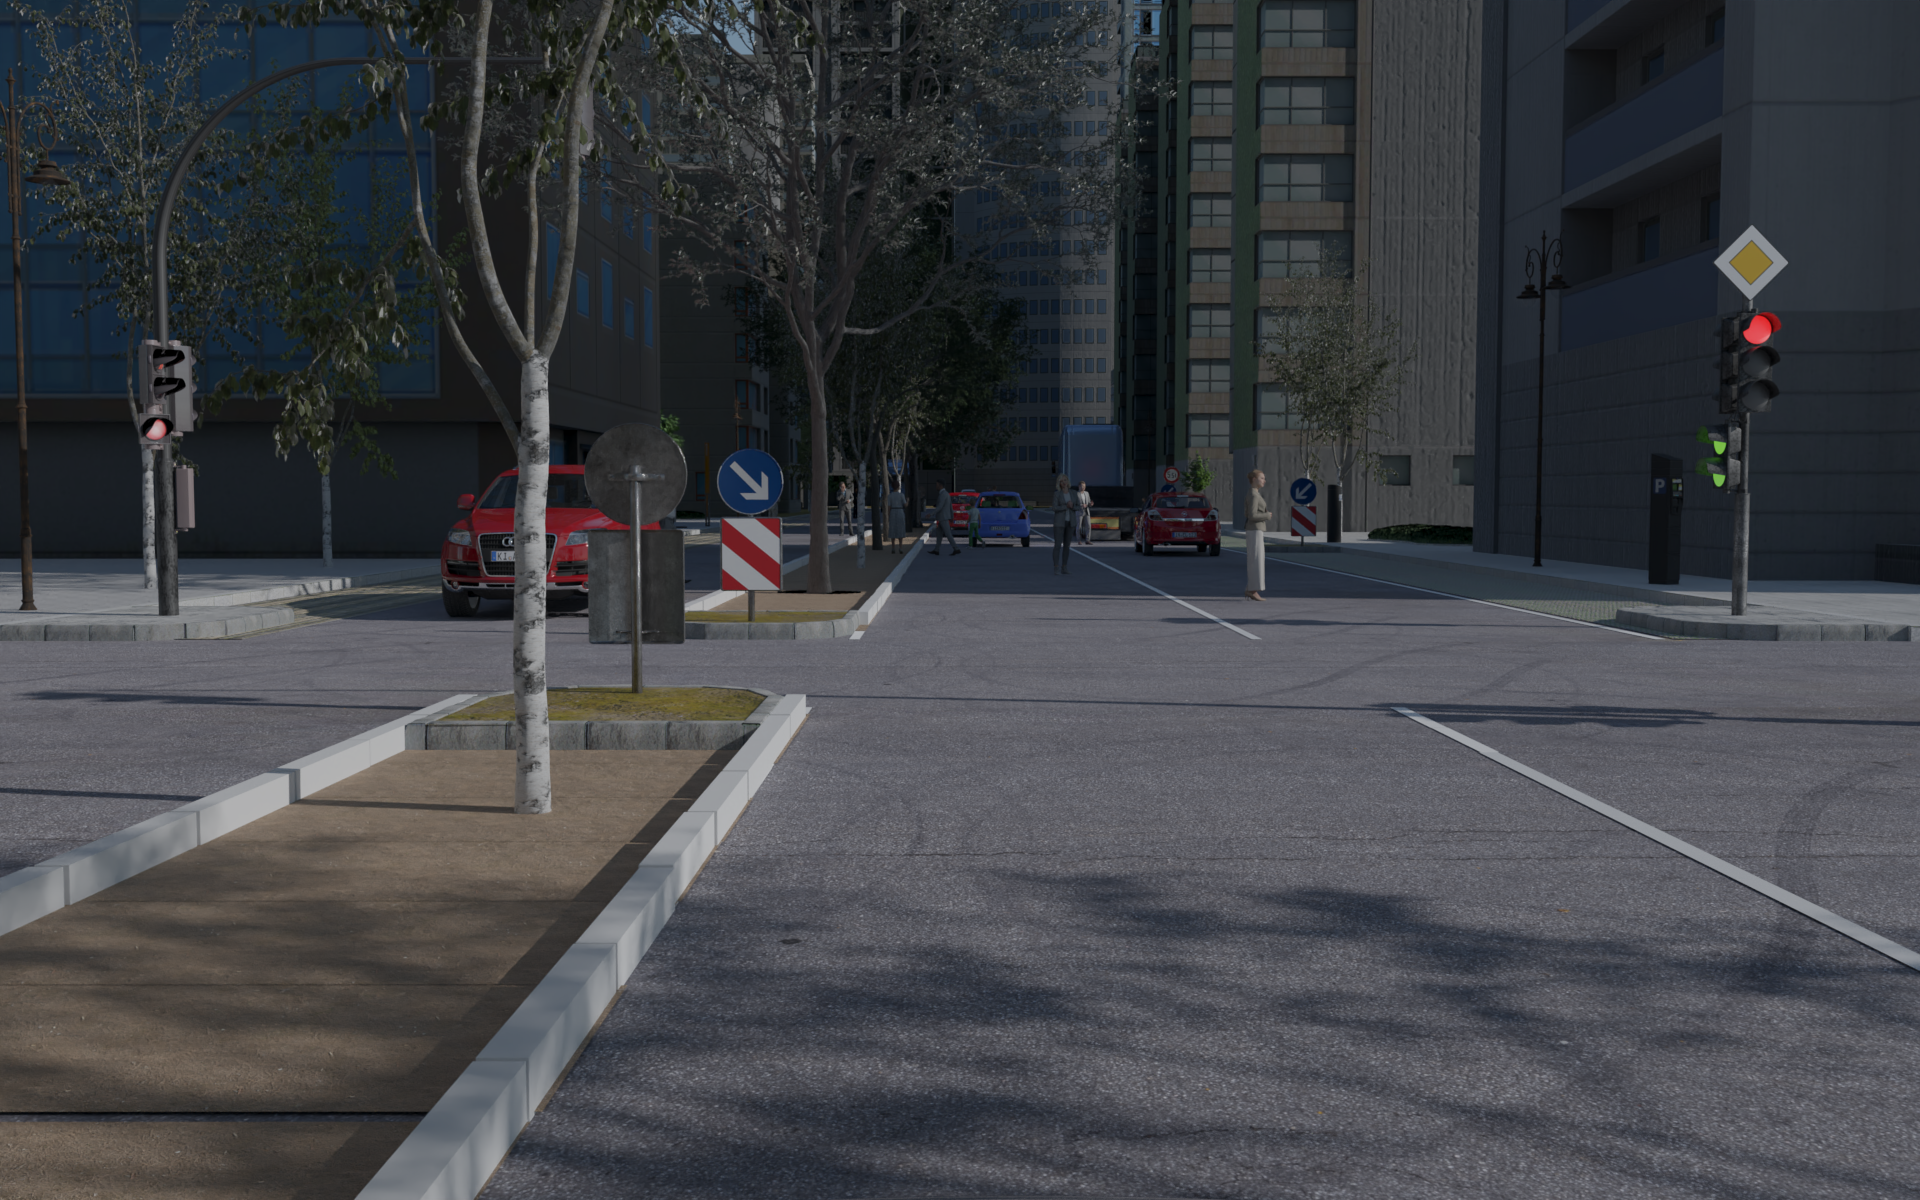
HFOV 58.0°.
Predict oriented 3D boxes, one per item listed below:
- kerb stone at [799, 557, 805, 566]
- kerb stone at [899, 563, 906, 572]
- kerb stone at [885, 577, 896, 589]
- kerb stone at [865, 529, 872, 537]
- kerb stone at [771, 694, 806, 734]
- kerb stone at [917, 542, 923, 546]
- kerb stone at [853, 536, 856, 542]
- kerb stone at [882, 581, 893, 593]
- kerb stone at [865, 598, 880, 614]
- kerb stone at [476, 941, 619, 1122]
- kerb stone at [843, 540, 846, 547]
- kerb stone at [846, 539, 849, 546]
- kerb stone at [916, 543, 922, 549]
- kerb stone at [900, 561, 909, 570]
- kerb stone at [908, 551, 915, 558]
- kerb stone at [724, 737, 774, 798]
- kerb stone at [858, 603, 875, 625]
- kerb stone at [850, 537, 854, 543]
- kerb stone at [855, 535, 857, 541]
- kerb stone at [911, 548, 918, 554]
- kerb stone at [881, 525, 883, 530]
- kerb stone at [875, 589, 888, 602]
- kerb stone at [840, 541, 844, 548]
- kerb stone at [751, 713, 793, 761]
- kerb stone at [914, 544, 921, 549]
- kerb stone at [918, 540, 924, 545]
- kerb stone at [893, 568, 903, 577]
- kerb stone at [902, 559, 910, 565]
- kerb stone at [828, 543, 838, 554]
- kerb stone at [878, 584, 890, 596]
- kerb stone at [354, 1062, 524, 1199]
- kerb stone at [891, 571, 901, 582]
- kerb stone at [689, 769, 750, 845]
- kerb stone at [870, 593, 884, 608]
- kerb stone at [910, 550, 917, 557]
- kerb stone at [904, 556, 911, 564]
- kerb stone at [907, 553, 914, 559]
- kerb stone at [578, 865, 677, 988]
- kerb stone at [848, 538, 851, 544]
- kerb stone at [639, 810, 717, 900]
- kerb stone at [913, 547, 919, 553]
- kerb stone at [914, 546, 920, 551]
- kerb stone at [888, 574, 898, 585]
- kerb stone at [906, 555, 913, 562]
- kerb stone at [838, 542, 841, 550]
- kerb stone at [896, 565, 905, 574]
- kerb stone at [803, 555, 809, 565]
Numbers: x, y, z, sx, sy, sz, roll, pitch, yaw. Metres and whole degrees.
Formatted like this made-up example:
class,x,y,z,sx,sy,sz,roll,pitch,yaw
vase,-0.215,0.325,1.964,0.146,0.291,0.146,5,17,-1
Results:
class,x,y,z,sx,sy,sz,roll,pitch,yaw
kerb stone,-3.175,-0.705,33.728,0.120,0.150,1.000,0,3,0
kerb stone,-1.068,-0.513,30.656,0.120,0.150,1.000,0,3,0
kerb stone,-1.054,-0.201,25.517,0.120,0.150,1.000,0,3,0
kerb stone,-3.188,-2.335,60.375,0.120,0.150,1.000,0,3,0
kerb stone,-1.048,0.710,10.592,0.120,0.150,1.000,0,3,0
kerb stone,-1.078,-1.332,44.000,0.120,0.150,1.000,0,3,0
kerb stone,-3.187,-1.709,50.137,0.120,0.150,1.000,0,3,0
kerb stone,-1.058,-0.138,24.495,0.120,0.150,1.000,0,3,0
kerb stone,-1.059,0.111,20.380,0.120,0.150,1.000,0,3,0
kerb stone,-1.042,1.086,4.444,0.120,0.150,1.000,0,3,0
kerb stone,-3.182,-1.458,46.035,0.120,0.150,1.000,0,3,0
kerb stone,-3.175,-1.520,47.060,0.120,0.150,1.000,0,3,0
kerb stone,-1.078,-1.271,42.972,0.120,0.150,1.000,0,3,0
kerb stone,-1.058,-0.580,31.680,0.120,0.150,1.000,0,3,0
kerb stone,-1.073,-0.893,36.809,0.120,0.150,1.000,0,3,0
kerb stone,-1.042,0.835,8.544,0.120,0.150,1.000,0,3,0
kerb stone,-1.059,0.174,19.354,0.120,0.150,1.000,0,3,0
kerb stone,-3.178,-1.641,49.109,0.120,0.150,1.000,0,3,0
kerb stone,-3.175,-1.772,51.160,0.120,0.150,1.000,0,3,0
kerb stone,-1.068,-1.017,38.854,0.120,0.150,1.000,0,3,0
kerb stone,-3.194,-3.149,73.683,0.120,0.150,1.000,0,3,0
kerb stone,-1.051,-0.011,22.436,0.120,0.150,1.000,0,3,0
kerb stone,-3.180,-1.396,45.013,0.120,0.150,1.000,0,3,0
kerb stone,-1.048,0.776,9.568,0.120,0.150,1.000,0,3,0
kerb stone,-1.069,-1.208,41.950,0.120,0.150,1.000,0,3,0
kerb stone,-1.079,-1.396,45.027,0.120,0.150,1.000,0,3,0
kerb stone,-1.060,-0.390,28.596,0.120,0.150,1.000,0,3,0
kerb stone,-1.066,-0.638,32.702,0.120,0.150,1.000,0,3,0
kerb stone,-3.173,-1.270,42.960,0.120,0.150,1.000,0,3,0
kerb stone,-1.059,-0.075,23.458,0.120,0.150,1.000,0,3,0
kerb stone,-1.041,1.148,3.421,0.120,0.150,1.000,0,3,0
kerb stone,-1.056,-0.329,27.573,0.120,0.150,1.000,0,3,0
kerb stone,-1.042,0.898,7.511,0.120,0.150,1.000,0,3,0
kerb stone,-1.053,0.048,21.413,0.120,0.150,1.000,0,3,0
kerb stone,-1.072,-0.956,37.831,0.120,0.150,1.000,0,3,0
kerb stone,-1.068,-0.705,33.730,0.120,0.150,1.000,0,3,0
kerb stone,-1.073,-0.827,35.784,0.120,0.150,1.000,0,3,0
kerb stone,-1.042,1.027,5.466,0.120,0.150,1.000,0,3,0
kerb stone,-3.177,-1.584,48.086,0.120,0.150,1.000,0,3,0
kerb stone,-1.051,0.961,6.489,0.120,0.150,1.000,0,3,0
kerb stone,-1.068,-1.081,39.893,0.120,0.150,1.000,0,3,0
kerb stone,-1.070,-1.137,40.928,0.120,0.150,1.000,0,3,0
kerb stone,-1.062,-0.266,26.547,0.120,0.150,1.000,0,3,0
kerb stone,-1.067,-0.766,34.762,0.120,0.150,1.000,0,3,0
kerb stone,-3.174,-1.333,43.983,0.120,0.150,1.000,0,3,0
kerb stone,-1.065,-0.455,29.628,0.120,0.150,1.000,0,3,0
kerb stone,-3.165,-0.767,34.750,0.120,0.150,1.000,0,3,0
